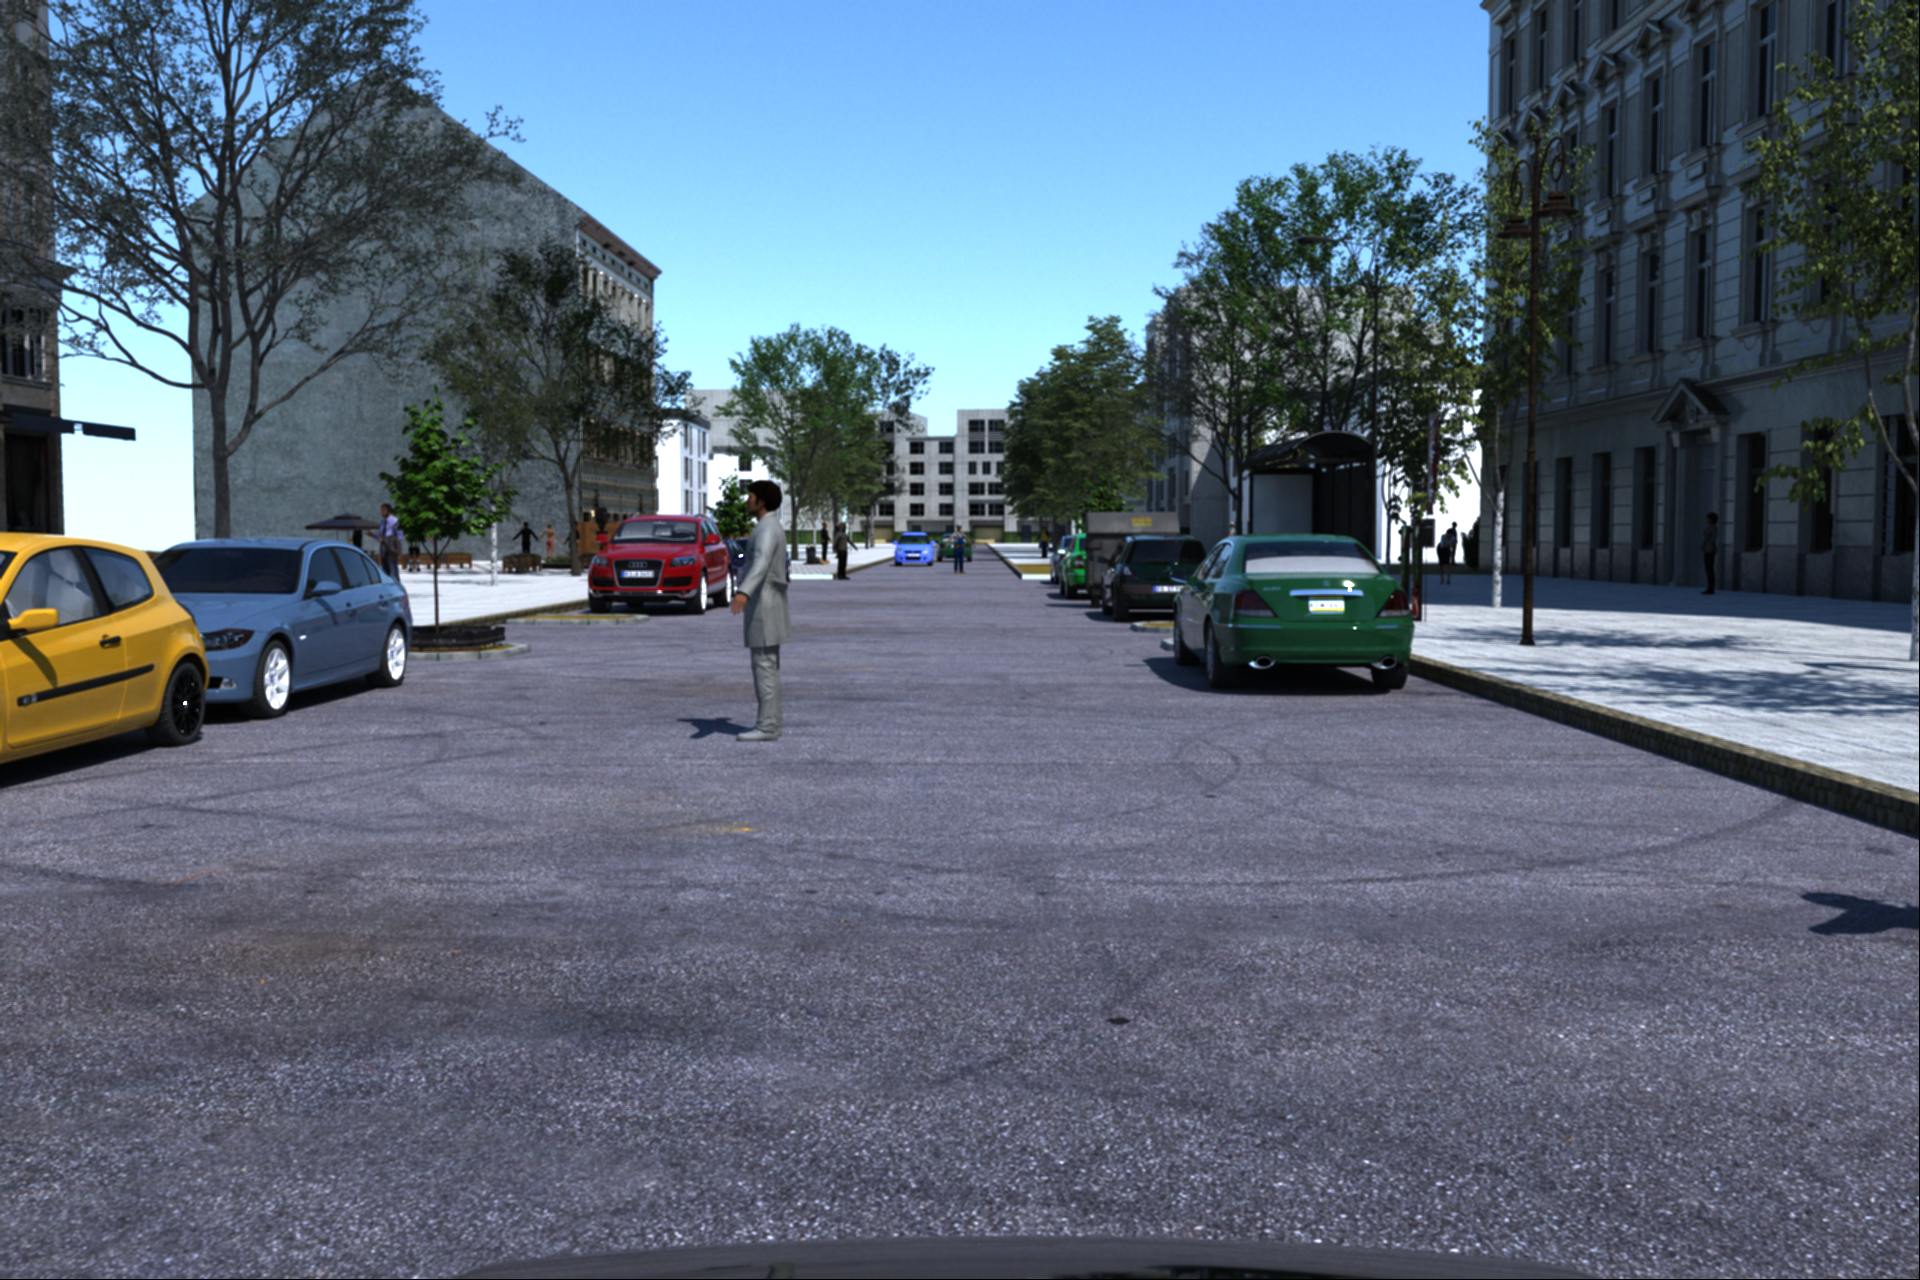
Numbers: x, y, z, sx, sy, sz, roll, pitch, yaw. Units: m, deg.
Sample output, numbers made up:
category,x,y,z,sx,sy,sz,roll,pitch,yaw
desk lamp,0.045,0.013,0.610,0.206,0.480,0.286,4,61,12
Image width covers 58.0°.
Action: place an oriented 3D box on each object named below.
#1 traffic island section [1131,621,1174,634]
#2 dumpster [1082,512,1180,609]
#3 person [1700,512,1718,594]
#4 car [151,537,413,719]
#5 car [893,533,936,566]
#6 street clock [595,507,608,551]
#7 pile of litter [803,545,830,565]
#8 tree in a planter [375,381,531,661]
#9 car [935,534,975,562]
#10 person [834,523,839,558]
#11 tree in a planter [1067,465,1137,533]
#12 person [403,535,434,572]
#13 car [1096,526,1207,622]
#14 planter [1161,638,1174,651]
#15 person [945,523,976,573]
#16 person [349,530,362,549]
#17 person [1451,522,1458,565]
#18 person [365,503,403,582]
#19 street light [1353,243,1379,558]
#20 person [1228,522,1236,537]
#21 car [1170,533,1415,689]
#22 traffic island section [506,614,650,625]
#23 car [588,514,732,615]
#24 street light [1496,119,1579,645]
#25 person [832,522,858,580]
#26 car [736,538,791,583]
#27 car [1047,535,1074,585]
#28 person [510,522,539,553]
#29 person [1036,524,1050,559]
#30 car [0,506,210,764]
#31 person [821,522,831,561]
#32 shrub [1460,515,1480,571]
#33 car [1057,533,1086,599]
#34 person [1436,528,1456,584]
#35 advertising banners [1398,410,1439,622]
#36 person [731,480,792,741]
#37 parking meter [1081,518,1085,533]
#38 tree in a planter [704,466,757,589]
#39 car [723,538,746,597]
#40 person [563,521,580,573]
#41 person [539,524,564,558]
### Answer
category,x,y,z,sx,sy,sz,roll,pitch,yaw
traffic island section,3.576,-0.183,25.853,1.991,0.108,1.994,0,3,0
dumpster,3.330,-1.559,33.710,1.865,1.857,1.264,0,4,1
person,15.930,-1.847,36.956,0.721,1.744,1.215,1,4,16
car,-6.149,-0.181,14.959,2.014,1.417,4.499,0,4,1
car,-2.060,-4.199,78.240,1.945,1.707,3.694,0,4,0
street clock,-9.709,-2.592,46.953,0.358,2.002,0.471,0,4,1
pile of litter,-6.105,-3.650,73.647,1.176,0.858,1.719,0,4,0
tree in a planter,-6.211,-1.421,20.462,1.991,3.239,1.994,0,4,1
car,-0.284,-4.813,90.495,2.131,1.459,4.920,0,3,0
person,-6.496,-5.244,91.512,0.705,1.856,1.354,0,4,-3
tree in a planter,3.698,-2.927,45.086,1.991,3.239,1.994,0,4,1
person,-18.727,-3.258,59.408,1.345,1.843,0.704,-1,4,-13
car,3.373,-1.214,29.641,2.009,1.686,4.222,0,4,1
planter,3.547,-0.034,21.695,1.991,0.319,1.994,0,4,1
person,-0.024,-3.358,63.224,1.347,1.847,0.705,-2,4,-35
person,-22.138,-3.523,63.537,0.705,1.837,1.347,0,4,-3
person,20.315,-3.967,71.129,0.705,1.796,1.348,1,4,18
person,-10.533,-1.573,31.632,0.709,1.838,0.599,3,4,36
street light,7.019,-3.334,27.054,1.470,5.913,1.316,0,4,1
person,12.376,-4.473,78.991,0.705,1.847,1.347,2,4,24
car,3.247,-0.348,17.491,2.131,1.459,4.920,0,4,1
traffic island section,-6.147,-0.328,28.228,1.991,0.108,1.994,0,4,1
car,-5.544,-1.457,32.503,2.281,1.827,5.304,0,4,0
street light,6.571,-2.880,19.884,0.468,5.910,1.993,0,4,1
person,-3.668,-2.807,54.477,0.705,1.813,1.348,2,4,29
car,-5.867,-2.271,49.710,1.945,1.354,3.894,0,4,1
car,3.548,-2.336,50.190,2.014,1.417,4.499,0,4,1
person,-18.507,-4.136,73.802,0.705,1.806,1.347,3,5,45
person,4.405,-5.203,91.036,0.705,1.833,1.349,-2,4,-26
car,-6.091,-0.008,10.357,2.015,1.641,3.980,0,4,1
person,-6.039,-4.369,77.656,0.704,1.802,1.346,1,4,10
shrub,18.257,-3.439,60.277,1.661,2.075,1.752,0,3,0
car,3.218,-1.873,39.423,1.959,1.807,4.718,0,4,0
person,12.516,-2.164,44.608,0.628,1.438,0.799,-2,4,-27
advertising banners,6.767,-1.799,25.605,0.090,3.025,2.074,0,4,1
person,-1.392,-0.213,12.119,0.705,1.806,1.347,0,4,1
parking meter,4.158,-3.102,56.422,0.399,1.863,0.255,0,4,1
tree in a planter,-5.993,-2.977,45.890,1.991,3.239,1.994,0,4,1
car,-5.934,-1.705,40.459,1.945,1.354,3.894,0,4,0
person,-12.704,-3.053,56.637,0.721,1.740,1.216,-2,4,-32
person,-18.060,-4.259,76.443,1.217,1.733,0.721,1,4,17
